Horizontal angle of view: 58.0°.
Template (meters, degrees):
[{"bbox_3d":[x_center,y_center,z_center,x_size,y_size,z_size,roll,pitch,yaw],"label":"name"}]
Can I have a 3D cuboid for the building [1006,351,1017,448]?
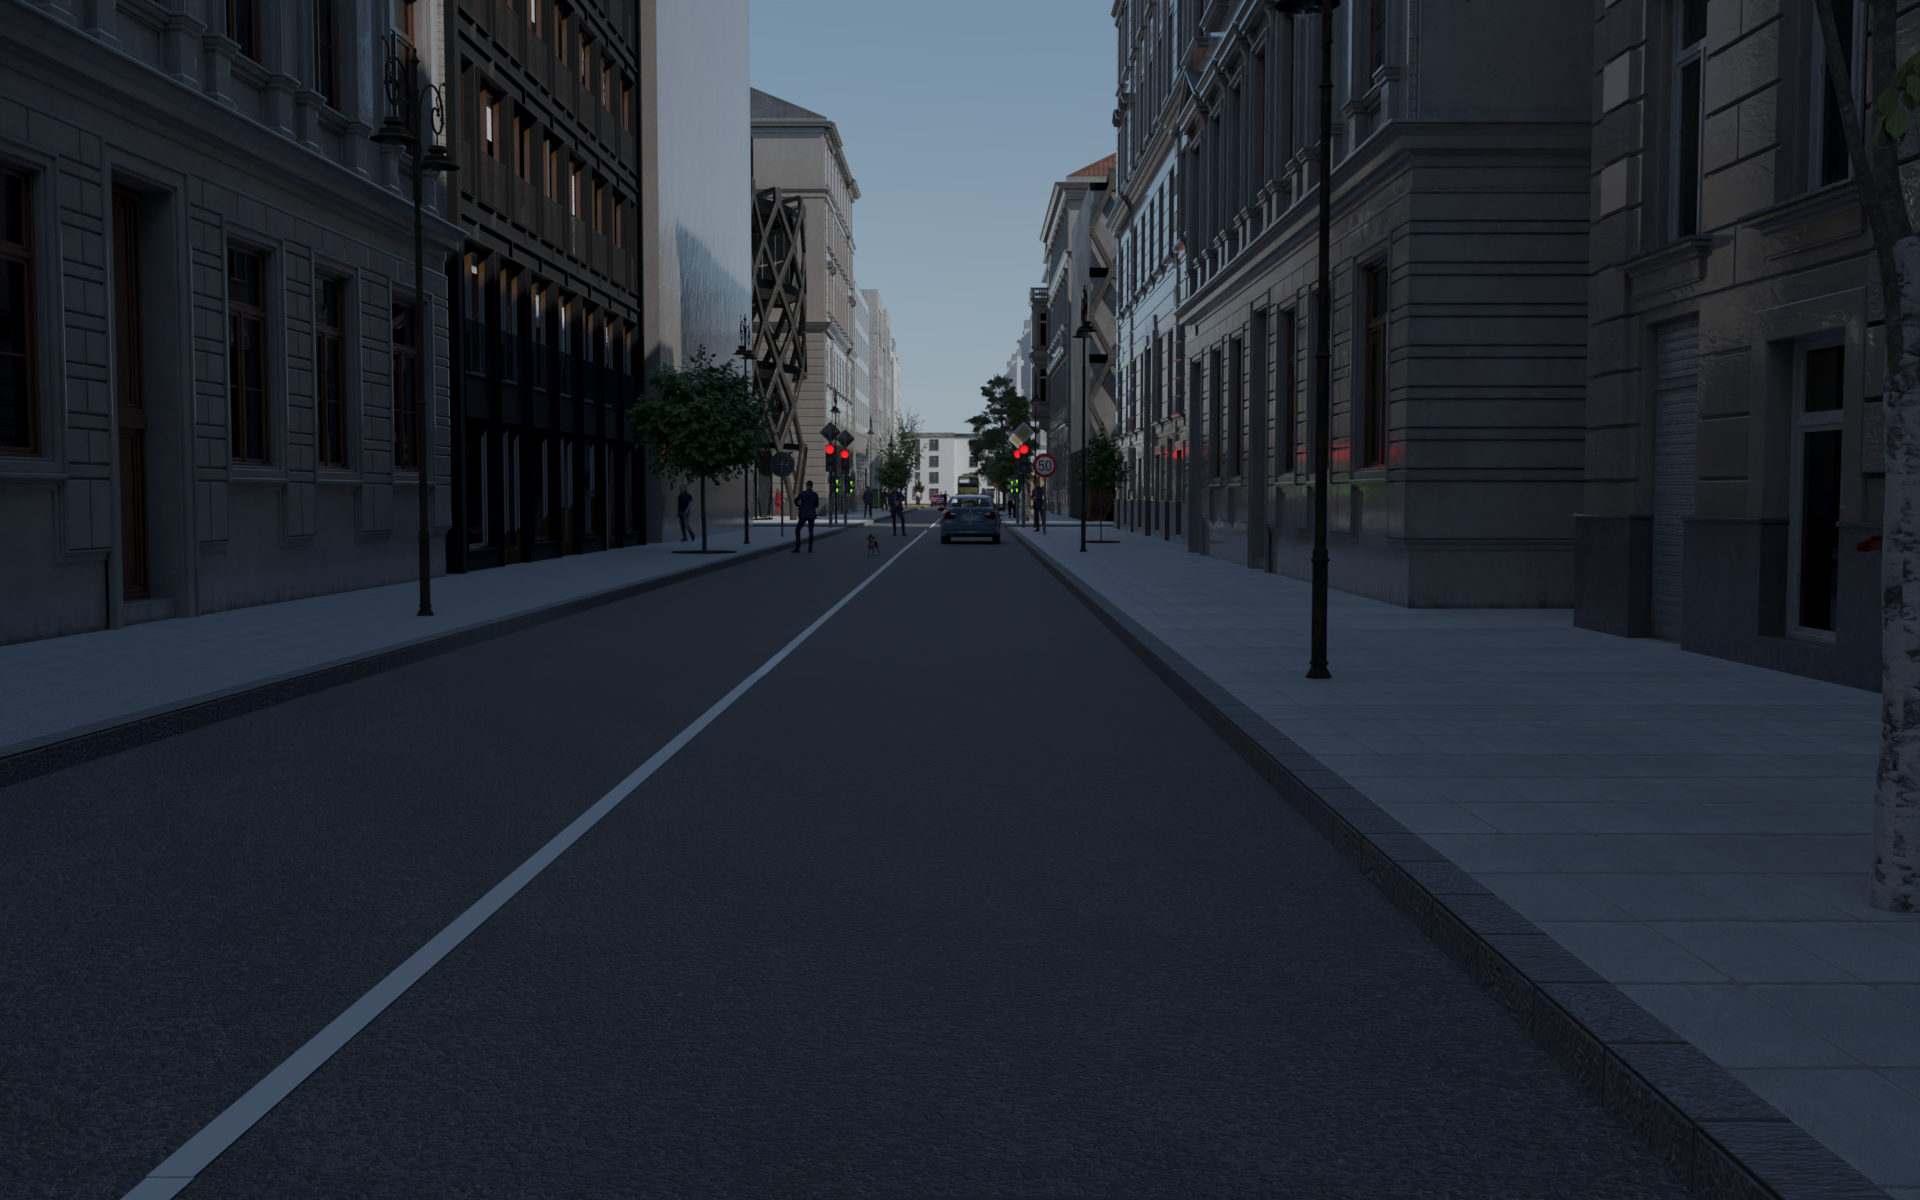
[{"bbox_3d":[13.923,-21.367,205.765,16.016,20.091,11.380,0,4,0],"label":"building"}]

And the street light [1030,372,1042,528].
[{"bbox_3d":[2.872,-5.698,65.948,0.468,5.910,1.993,0,4,0],"label":"street light"}]

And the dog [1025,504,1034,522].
[{"bbox_3d":[3.243,-4.024,80.171,0.513,0.831,0.800,0,4,6],"label":"dog"}]

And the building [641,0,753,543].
[{"bbox_3d":[-24.765,-15.277,54.290,34.151,26.468,19.350,0,4,0],"label":"building"}]

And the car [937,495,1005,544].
[{"bbox_3d":[0.326,-2.398,51.206,2.014,1.417,4.499,0,4,1],"label":"car"}]

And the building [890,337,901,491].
[{"bbox_3d":[-13.257,-22.002,216.148,11.380,20.091,16.016,0,4,0],"label":"building"}]

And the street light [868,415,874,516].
[{"bbox_3d":[-5.220,-7.873,101.511,0.468,5.910,1.993,0,4,0],"label":"street light"}]

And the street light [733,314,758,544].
[{"bbox_3d":[-5.514,-4.392,44.593,0.468,5.910,1.993,0,4,0],"label":"street light"}]

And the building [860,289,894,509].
[{"bbox_3d":[-15.379,-18.290,165.504,16.747,18.905,31.486,0,4,0],"label":"building"}]

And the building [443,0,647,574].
[{"bbox_3d":[-14.076,-12.559,35.015,12.332,23.373,15.834,0,4,0],"label":"building"}]

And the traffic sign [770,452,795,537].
[{"bbox_3d":[-5.340,-3.172,51.965,0.768,2.556,0.104,0,4,6],"label":"traffic sign"}]

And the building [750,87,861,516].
[{"bbox_3d":[-13.290,-19.206,111.283,12.463,27.353,25.104,0,4,0],"label":"building"}]

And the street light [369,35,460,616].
[{"bbox_3d":[-5.645,-2.772,18.110,0.468,5.910,1.993,0,4,0],"label":"street light"}]

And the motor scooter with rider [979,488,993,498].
[{"bbox_3d":[1.212,-4.597,84.127,0.876,1.779,1.986,0,4,2],"label":"motor scooter with rider"}]

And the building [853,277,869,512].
[{"bbox_3d":[-12.646,-16.984,132.437,10.420,20.320,16.860,0,4,0],"label":"building"}]

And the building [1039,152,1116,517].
[{"bbox_3d":[10.964,-16.399,104.281,11.583,22.565,21.152,0,4,0],"label":"building"}]

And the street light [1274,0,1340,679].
[{"bbox_3d":[2.505,-2.393,11.915,0.468,5.910,1.993,0,4,0],"label":"street light"}]

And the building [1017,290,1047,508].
[{"bbox_3d":[13.921,-18.931,165.944,16.016,20.091,11.380,0,4,0],"label":"building"}]

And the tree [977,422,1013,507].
[{"bbox_3d":[3.587,-13.322,168.172,4.360,8.622,3.978,0,3,0],"label":"tree"}]

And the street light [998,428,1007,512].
[{"bbox_3d":[3.128,-9.129,122.047,0.468,5.910,1.993,0,4,0],"label":"street light"}]

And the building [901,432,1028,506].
[{"bbox_3d":[-0.785,-18.235,240.283,28.070,9.664,9.099,0,4,0],"label":"building"}]

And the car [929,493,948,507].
[{"bbox_3d":[-2.452,-11.543,197.771,2.155,1.783,4.494,0,4,-1],"label":"car"}]

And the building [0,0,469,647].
[{"bbox_3d":[-13.002,-11.035,16.575,11.583,22.565,21.152,0,4,0],"label":"building"}]

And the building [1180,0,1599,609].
[{"bbox_3d":[10.020,-11.757,28.386,11.583,22.565,21.152,0,4,0],"label":"building"}]

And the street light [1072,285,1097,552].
[{"bbox_3d":[2.745,-4.013,38.398,0.468,5.910,1.993,0,4,0],"label":"street light"}]

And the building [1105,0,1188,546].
[{"bbox_3d":[11.297,-15.539,51.319,12.463,27.353,25.104,0,4,0],"label":"building"}]

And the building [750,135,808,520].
[{"bbox_3d":[-16.082,-13.309,85.057,16.820,18.784,16.811,0,4,0],"label":"building"}]

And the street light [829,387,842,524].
[{"bbox_3d":[-5.365,-6.239,74.801,0.468,5.910,1.993,0,4,0],"label":"street light"}]

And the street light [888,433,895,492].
[{"bbox_3d":[-5.074,-9.493,127.993,0.468,5.910,1.993,0,4,0],"label":"street light"}]

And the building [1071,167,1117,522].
[{"bbox_3d":[14.263,-13.256,84.187,16.811,18.784,16.820,0,4,0],"label":"building"}]

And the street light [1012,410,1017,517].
[{"bbox_3d":[3.033,-7.495,95.327,0.468,5.910,1.993,0,4,0],"label":"street light"}]

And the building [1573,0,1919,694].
[{"bbox_3d":[11.515,-12.633,3.821,12.463,27.353,25.104,0,4,0],"label":"building"}]

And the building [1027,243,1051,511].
[{"bbox_3d":[12.446,-19.147,132.136,14.460,24.649,34.723,0,4,0],"label":"building"}]

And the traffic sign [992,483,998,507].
[{"bbox_3d":[2.940,-8.517,139.361,0.768,2.556,0.104,0,4,4],"label":"traffic sign"}]

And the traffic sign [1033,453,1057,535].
[{"bbox_3d":[2.657,-3.309,54.207,0.768,2.556,0.104,0,4,5],"label":"traffic sign"}]
